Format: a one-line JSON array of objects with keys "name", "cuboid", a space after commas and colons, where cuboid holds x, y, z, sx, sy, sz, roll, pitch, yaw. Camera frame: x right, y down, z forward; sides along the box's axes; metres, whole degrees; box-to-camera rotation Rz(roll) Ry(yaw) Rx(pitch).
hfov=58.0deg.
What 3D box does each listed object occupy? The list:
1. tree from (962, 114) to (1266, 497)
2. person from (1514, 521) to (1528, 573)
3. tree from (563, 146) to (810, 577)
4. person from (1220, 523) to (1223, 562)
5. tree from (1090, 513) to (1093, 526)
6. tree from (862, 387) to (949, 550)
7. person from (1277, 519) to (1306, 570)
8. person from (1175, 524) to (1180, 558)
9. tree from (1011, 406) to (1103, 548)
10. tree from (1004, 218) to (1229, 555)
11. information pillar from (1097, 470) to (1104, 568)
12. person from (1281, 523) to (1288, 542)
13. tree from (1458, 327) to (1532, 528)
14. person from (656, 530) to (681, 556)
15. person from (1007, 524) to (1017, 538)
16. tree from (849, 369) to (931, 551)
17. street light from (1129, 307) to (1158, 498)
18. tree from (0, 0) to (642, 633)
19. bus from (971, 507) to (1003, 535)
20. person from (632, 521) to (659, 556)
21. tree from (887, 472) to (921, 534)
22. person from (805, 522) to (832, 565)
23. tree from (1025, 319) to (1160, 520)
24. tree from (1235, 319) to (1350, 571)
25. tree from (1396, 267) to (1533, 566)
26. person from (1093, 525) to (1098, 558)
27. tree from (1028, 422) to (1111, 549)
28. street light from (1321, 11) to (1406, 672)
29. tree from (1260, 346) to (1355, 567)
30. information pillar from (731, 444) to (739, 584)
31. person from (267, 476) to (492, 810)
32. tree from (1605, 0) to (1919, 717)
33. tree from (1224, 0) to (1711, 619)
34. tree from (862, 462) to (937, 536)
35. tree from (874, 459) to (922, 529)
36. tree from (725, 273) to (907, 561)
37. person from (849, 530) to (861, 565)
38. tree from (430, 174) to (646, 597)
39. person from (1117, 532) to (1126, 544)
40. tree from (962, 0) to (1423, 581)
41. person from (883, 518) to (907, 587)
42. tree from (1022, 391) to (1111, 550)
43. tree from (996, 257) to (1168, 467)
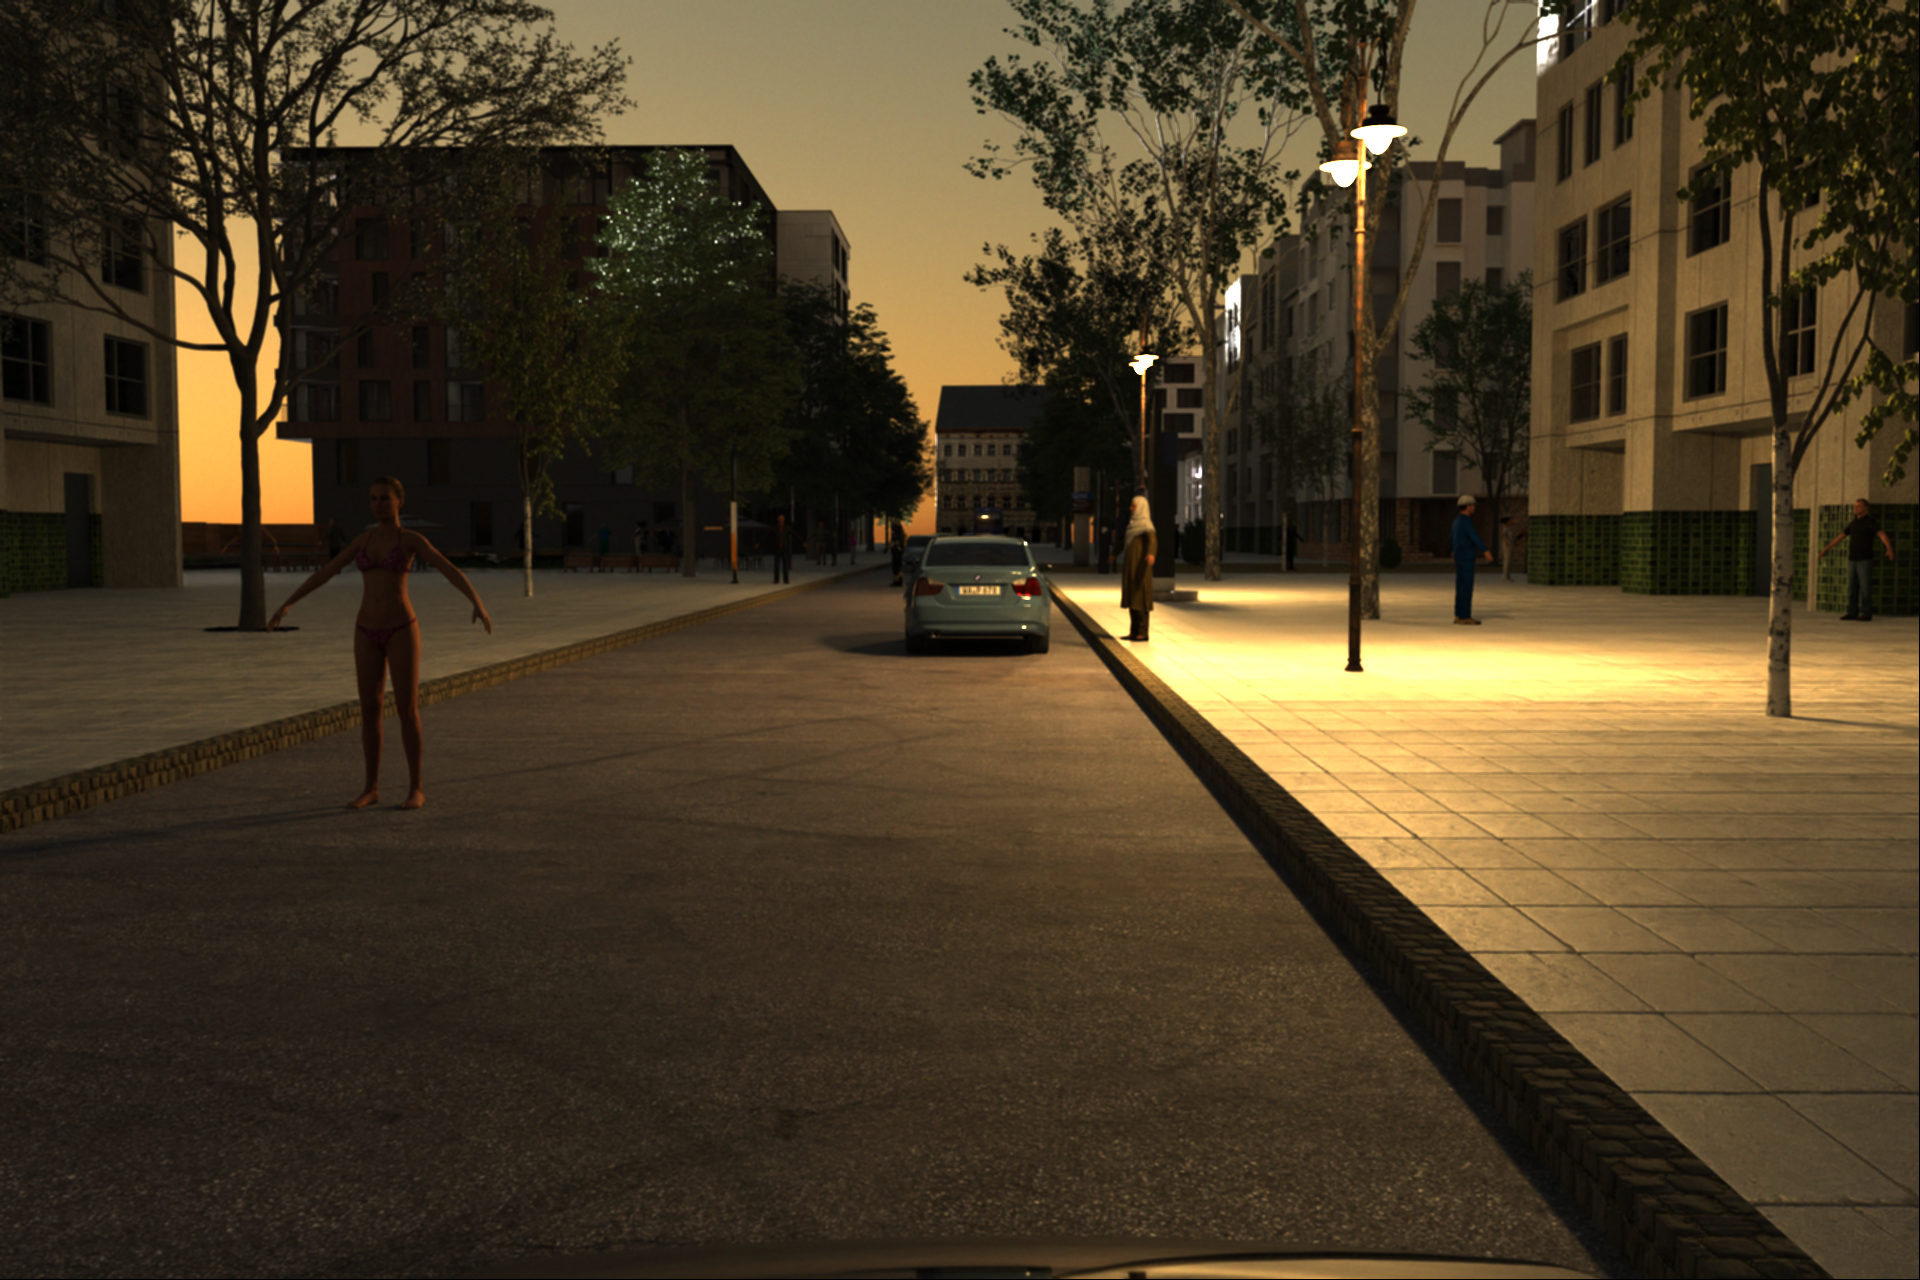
[{"name": "tree", "cuboid": [6.981, -13.667, 79.351, 12.611, 20.169, 13.585, 0, 3, 0]}, {"name": "person", "cuboid": [18.610, -3.101, 56.462, 1.354, 1.858, 0.705, 0, 4, -6]}, {"name": "tree", "cuboid": [-8.502, -8.169, 51.686, 7.486, 12.596, 7.792, 0, 3, 0]}, {"name": "person", "cuboid": [11.874, -4.484, 79.440, 0.705, 1.813, 1.348, 0, 4, -5]}, {"name": "tree", "cuboid": [21.694, -20.106, 246.856, 7.486, 12.596, 7.792, 0, 3, 0]}, {"name": "tree", "cuboid": [-6.050, -14.268, 143.650, 12.009, 13.543, 11.850, 0, 3, 0]}, {"name": "person", "cuboid": [11.761, -3.392, 61.678, 1.346, 1.802, 0.704, -2, 4, -33]}, {"name": "person", "cuboid": [11.438, -5.213, 91.167, 0.705, 1.837, 1.347, -1, 4, -12]}, {"name": "tree", "cuboid": [9.271, -15.647, 162.488, 9.857, 13.997, 8.962, 0, 3, 0]}, {"name": "tree", "cuboid": [9.622, -15.138, 103.400, 12.611, 20.169, 13.585, 0, 3, 0]}, {"name": "information pillar", "cuboid": [5.233, -4.471, 64.411, 0.184, 3.620, 1.656, 0, 4, 2]}, {"name": "person", "cuboid": [15.080, -4.513, 79.636, 0.705, 1.847, 1.347, 2, 4, 30]}, {"name": "tree", "cuboid": [19.490, -6.822, 61.897, 4.360, 8.622, 3.978, 0, 3, 0]}, {"name": "person", "cuboid": [-11.882, -3.898, 70.453, 0.721, 1.740, 1.216, 3, 5, 45]}, {"name": "person", "cuboid": [2.086, -3.655, 68.338, 0.705, 1.813, 1.348, -2, 4, -24]}, {"name": "tree", "cuboid": [-6.742, -13.666, 130.099, 9.857, 13.997, 8.962, 0, 3, 0]}, {"name": "street light", "cuboid": [3.742, -3.831, 35.429, 0.468, 5.910, 1.993, 0, 4, 1]}, {"name": "tree", "cuboid": [-9.356, -6.872, 22.723, 12.009, 13.543, 11.850, 0, 3, 0]}, {"name": "bus", "cuboid": [2.489, -10.154, 157.562, 2.896, 3.916, 12.251, 0, 3, 0]}, {"name": "person", "cuboid": [-13.341, -4.101, 73.191, 1.345, 1.843, 0.704, 2, 4, 25]}, {"name": "tree", "cuboid": [-5.764, -12.489, 154.564, 4.737, 8.622, 4.395, 0, 3, 0]}, {"name": "person", "cuboid": [-5.773, -4.024, 72.060, 1.348, 1.796, 0.705, 1, 4, 12]}, {"name": "tree", "cuboid": [7.160, -10.632, 91.967, 7.486, 12.596, 7.792, 0, 3, 0]}, {"name": "tree", "cuboid": [11.064, -6.716, 60.164, 4.360, 8.622, 3.978, 0, 3, 0]}, {"name": "tree", "cuboid": [21.298, -8.751, 68.834, 9.928, 11.665, 9.643, 0, 3, 0]}, {"name": "person", "cuboid": [7.336, -5.231, 91.488, 0.705, 1.833, 1.349, -1, 4, -15]}, {"name": "tree", "cuboid": [9.682, -13.712, 149.951, 9.928, 11.665, 9.643, 0, 3, 0]}, {"name": "street light", "cuboid": [3.691, -2.645, 16.038, 0.468, 5.910, 1.993, 0, 4, 1]}, {"name": "tree", "cuboid": [14.340, -7.121, 66.798, 4.360, 8.622, 3.978, 0, 3, 0]}, {"name": "information pillar", "cuboid": [-5.845, -3.269, 44.803, 0.183, 3.616, 0.504, 0, 4, 0]}, {"name": "person", "cuboid": [-3.019, 0.013, 9.042, 1.217, 1.733, 0.721, 0, 4, 7]}, {"name": "tree", "cuboid": [5.897, -3.755, 11.752, 4.737, 8.622, 4.395, 0, 3, 0]}, {"name": "tree", "cuboid": [5.459, -10.300, 24.288, 12.611, 20.169, 13.585, 0, 3, 0]}, {"name": "tree", "cuboid": [-6.228, -13.869, 161.170, 8.767, 10.594, 7.601, 0, 4, 4]}, {"name": "tree", "cuboid": [-9.232, -20.611, 255.124, 7.486, 12.596, 7.792, 0, 3, 0]}, {"name": "tree", "cuboid": [-7.231, -10.833, 83.776, 9.857, 13.997, 8.962, 0, 3, 0]}, {"name": "person", "cuboid": [-4.388, -3.843, 72.093, 0.599, 1.433, 0.991, -2, 4, -30]}, {"name": "tree", "cuboid": [-8.579, -5.187, 35.172, 4.737, 8.622, 4.395, 0, 3, 0]}, {"name": "person", "cuboid": [6.023, -3.260, 59.442, 1.346, 1.812, 0.704, 1, 4, 15]}, {"name": "tree", "cuboid": [5.817, -11.637, 46.159, 12.611, 20.169, 13.585, 0, 3, 0]}, {"name": "person", "cuboid": [-1.745, -2.395, 47.394, 0.705, 1.856, 1.354, 1, 4, 19]}, {"name": "tree", "cuboid": [8.562, -13.356, 136.503, 7.486, 12.596, 7.792, 0, 3, 0]}, {"name": "tree", "cuboid": [8.431, -16.165, 120.187, 12.611, 20.169, 13.585, 0, 3, 0]}]
